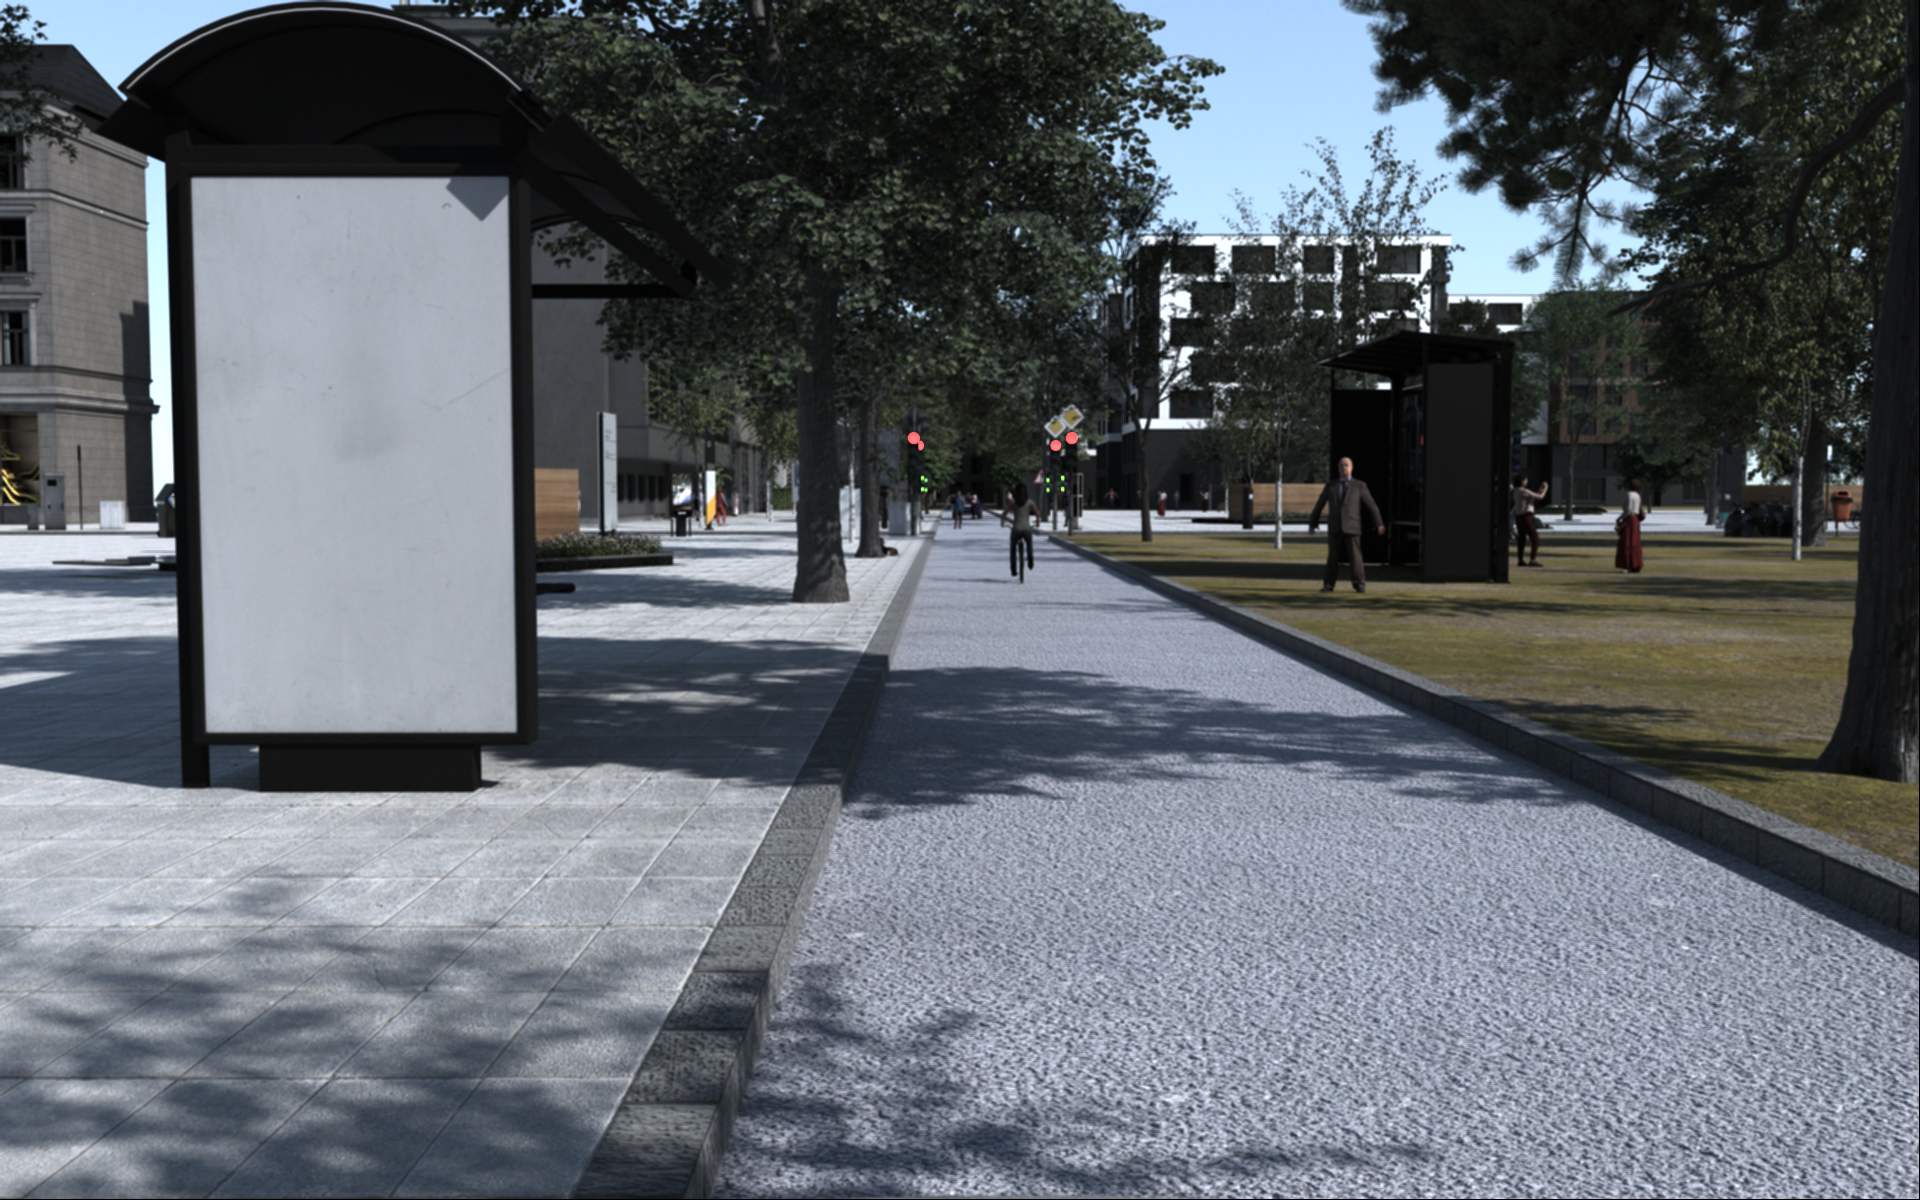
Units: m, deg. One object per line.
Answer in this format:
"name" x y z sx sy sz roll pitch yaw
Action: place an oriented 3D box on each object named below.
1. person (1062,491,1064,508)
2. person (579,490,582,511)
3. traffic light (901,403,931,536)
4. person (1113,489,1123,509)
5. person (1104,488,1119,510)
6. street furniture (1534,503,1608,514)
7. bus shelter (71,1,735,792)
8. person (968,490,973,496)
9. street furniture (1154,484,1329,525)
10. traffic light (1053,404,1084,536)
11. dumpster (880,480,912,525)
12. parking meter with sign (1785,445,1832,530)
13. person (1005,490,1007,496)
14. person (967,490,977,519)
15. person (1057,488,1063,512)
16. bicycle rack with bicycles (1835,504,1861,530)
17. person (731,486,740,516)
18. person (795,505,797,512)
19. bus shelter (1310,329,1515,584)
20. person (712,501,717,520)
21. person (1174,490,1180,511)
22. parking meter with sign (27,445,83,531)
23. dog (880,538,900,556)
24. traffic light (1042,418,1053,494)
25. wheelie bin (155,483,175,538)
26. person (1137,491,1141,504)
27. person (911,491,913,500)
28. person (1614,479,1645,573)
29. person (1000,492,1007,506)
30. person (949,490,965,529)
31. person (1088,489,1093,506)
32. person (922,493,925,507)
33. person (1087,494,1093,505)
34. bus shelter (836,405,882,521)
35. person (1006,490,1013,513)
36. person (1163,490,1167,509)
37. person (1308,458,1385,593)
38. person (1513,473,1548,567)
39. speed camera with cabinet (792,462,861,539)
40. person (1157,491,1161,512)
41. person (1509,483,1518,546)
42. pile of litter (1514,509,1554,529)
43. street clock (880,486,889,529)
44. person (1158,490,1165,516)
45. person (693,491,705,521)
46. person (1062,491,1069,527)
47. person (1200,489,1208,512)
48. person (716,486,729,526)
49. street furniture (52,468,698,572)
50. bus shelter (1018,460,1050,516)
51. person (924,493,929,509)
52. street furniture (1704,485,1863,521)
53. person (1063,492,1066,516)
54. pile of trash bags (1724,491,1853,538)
"person" 9.534 -9.480 160.672 0.705 1.869 1.348 3 4 38
"person" -15.021 -3.715 67.458 0.551 1.740 0.621 -1 4 -21
"traffic light" -1.384 -3.895 52.928 0.839 4.213 0.868 0 4 0
"person" 13.217 -8.545 146.535 1.217 1.735 0.721 0 4 -1
"person" 12.039 -8.004 137.633 1.217 1.743 0.721 0 4 -6
"street furniture" 37.312 -6.008 113.859 10.072 0.657 5.734 -1 4 -9
"bus shelter" -2.633 -0.978 9.914 2.014 3.302 5.546 0 4 0
"person" 1.152 -10.252 176.063 1.348 1.831 0.705 -1 4 -21
"street furniture" 15.085 -4.197 75.471 11.010 1.723 9.812 -1 4 -22
"traffic light" 3.377 -3.898 52.972 0.839 4.213 0.868 0 4 0
"dumpster" -2.559 -3.897 69.480 1.264 1.857 1.865 0 4 0
"parking meter with sign" 30.440 -4.054 62.549 1.738 3.016 0.543 3 5 42
"person" 5.437 -12.191 205.320 0.705 1.831 1.348 2 4 32
"person" 0.686 -5.470 99.386 0.517 1.644 0.566 -2 4 -24
"person" 7.170 -7.228 124.912 0.600 1.739 0.565 3 5 42
"bicycle rack with bicycles" 33.355 -3.027 62.867 2.925 0.926 2.852 0 4 1
"person" -12.828 -5.647 99.044 0.551 1.740 0.621 0 4 3
"person" -11.721 -7.298 126.299 0.756 1.711 0.436 2 4 27
"bus shelter" 7.112 -2.238 27.874 1.731 3.624 6.357 0 4 0
"person" -12.340 -4.804 86.795 0.614 1.554 0.590 0 4 -7
"person" 16.208 -7.428 129.703 0.429 1.552 0.499 2 4 26
"parking meter with sign" -32.066 -3.978 61.308 1.738 3.016 0.543 -2 4 -26
"dog" -1.562 -1.118 36.010 0.550 0.427 0.748 -1 4 -18
"traffic light" 3.330 -4.386 60.957 0.839 4.213 0.868 0 4 0
"wheelie bin" -23.253 -2.638 51.034 0.980 1.594 0.693 3 5 39
"person" 11.419 -6.198 108.834 0.517 1.644 0.566 0 4 0
"person" -5.574 -11.935 201.121 0.705 1.831 1.348 1 4 22
"person" 10.917 -1.204 28.196 0.523 1.526 0.387 -3 5 -41
"person" 4.395 -10.551 179.110 0.990 1.755 0.434 0 4 -3
"person" -0.126 -3.761 71.854 0.647 1.594 0.662 0 4 -1
"person" 13.718 -10.766 182.162 0.705 1.812 1.348 -1 4 -12
"person" -3.759 -10.546 178.466 0.705 1.824 1.348 -1 4 -14
"person" 15.933 -12.569 212.476 0.436 1.711 0.756 -3 4 -37
"bus shelter" -4.592 -6.245 79.732 2.179 5.291 8.768 0 4 0
"person" 3.347 -6.625 116.837 0.523 1.526 0.387 -1 4 -21
"person" 15.016 -7.328 127.807 0.435 1.587 0.963 3 4 36
"person" 5.039 -0.980 22.622 0.990 1.755 0.434 2 4 25
"person" 10.092 -1.417 30.678 0.566 1.644 0.517 2 4 29
"speed camera with cabinet" -3.794 -3.394 49.822 2.038 3.252 0.660 0 4 -1
"person" 14.056 -6.910 121.562 0.613 1.512 0.480 2 4 28
"person" 13.667 -2.113 42.795 0.471 1.553 0.569 1 4 9
"pile of litter" 20.995 -3.034 63.569 1.176 0.858 1.719 -1 4 -23
"street clock" -2.798 -3.646 64.185 0.471 2.002 0.358 -1 4 -17
"person" 11.658 -5.607 100.184 0.387 1.526 0.523 2 4 28
"person" -12.264 -4.436 81.799 0.697 1.427 0.421 -1 4 -14
"person" 4.328 -3.734 67.921 0.655 1.722 0.431 0 4 7
"person" 17.521 -7.146 124.339 0.517 1.644 0.566 -3 5 -41
"person" -9.624 -3.795 69.799 0.444 1.614 0.593 -2 4 -33
"street furniture" -8.300 -1.418 30.038 9.812 1.723 11.010 2 4 30
"bus shelter" 4.520 -6.732 103.997 2.014 3.302 5.546 0 4 0
"person" -2.802 -8.408 144.987 0.415 1.643 0.593 -3 4 -37
"street furniture" 40.548 -4.705 83.781 9.812 1.723 11.010 -1 4 -15
"person" 6.205 -5.732 100.681 0.541 1.710 0.530 0 4 -1
"pile of trash bags" 24.710 -2.558 51.581 3.447 1.369 1.912 1 4 9
